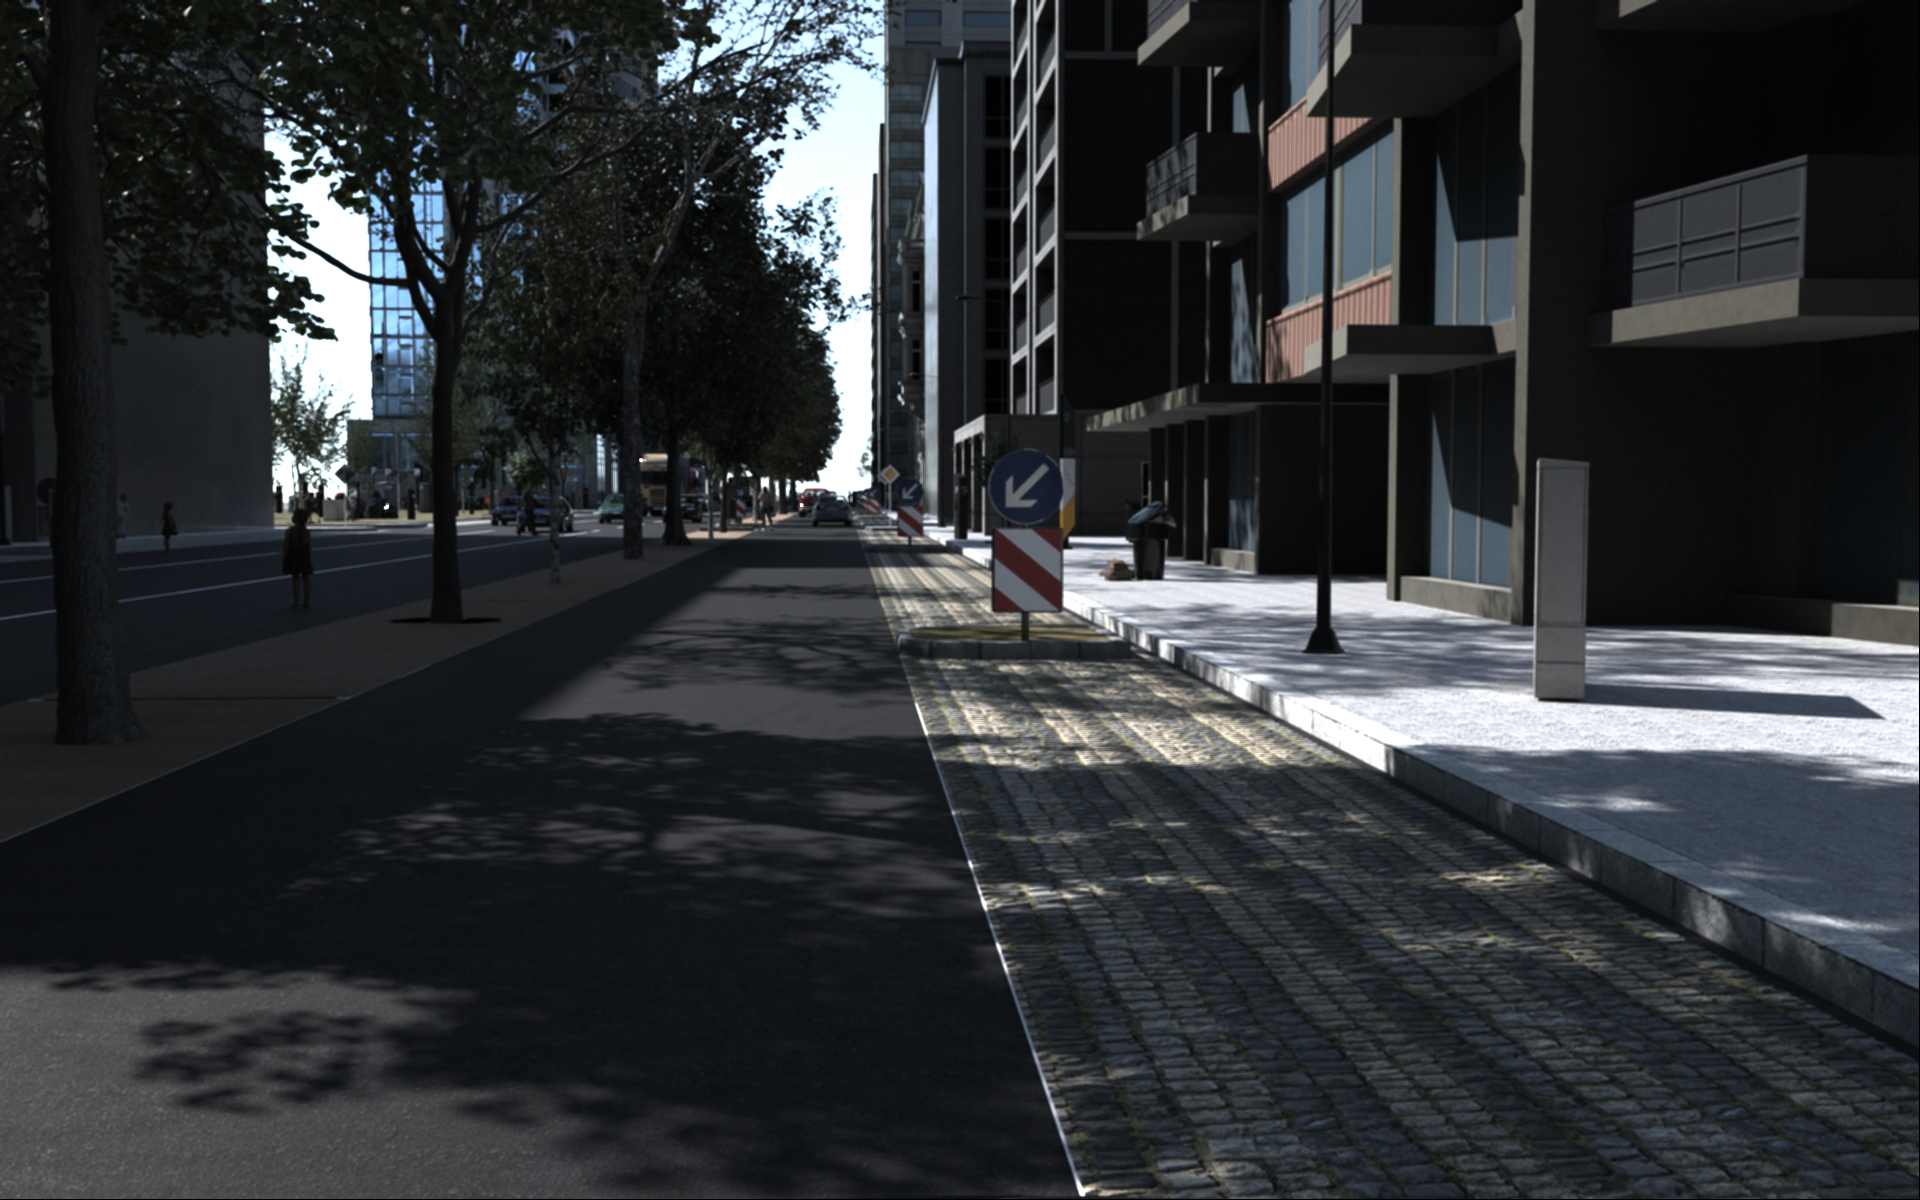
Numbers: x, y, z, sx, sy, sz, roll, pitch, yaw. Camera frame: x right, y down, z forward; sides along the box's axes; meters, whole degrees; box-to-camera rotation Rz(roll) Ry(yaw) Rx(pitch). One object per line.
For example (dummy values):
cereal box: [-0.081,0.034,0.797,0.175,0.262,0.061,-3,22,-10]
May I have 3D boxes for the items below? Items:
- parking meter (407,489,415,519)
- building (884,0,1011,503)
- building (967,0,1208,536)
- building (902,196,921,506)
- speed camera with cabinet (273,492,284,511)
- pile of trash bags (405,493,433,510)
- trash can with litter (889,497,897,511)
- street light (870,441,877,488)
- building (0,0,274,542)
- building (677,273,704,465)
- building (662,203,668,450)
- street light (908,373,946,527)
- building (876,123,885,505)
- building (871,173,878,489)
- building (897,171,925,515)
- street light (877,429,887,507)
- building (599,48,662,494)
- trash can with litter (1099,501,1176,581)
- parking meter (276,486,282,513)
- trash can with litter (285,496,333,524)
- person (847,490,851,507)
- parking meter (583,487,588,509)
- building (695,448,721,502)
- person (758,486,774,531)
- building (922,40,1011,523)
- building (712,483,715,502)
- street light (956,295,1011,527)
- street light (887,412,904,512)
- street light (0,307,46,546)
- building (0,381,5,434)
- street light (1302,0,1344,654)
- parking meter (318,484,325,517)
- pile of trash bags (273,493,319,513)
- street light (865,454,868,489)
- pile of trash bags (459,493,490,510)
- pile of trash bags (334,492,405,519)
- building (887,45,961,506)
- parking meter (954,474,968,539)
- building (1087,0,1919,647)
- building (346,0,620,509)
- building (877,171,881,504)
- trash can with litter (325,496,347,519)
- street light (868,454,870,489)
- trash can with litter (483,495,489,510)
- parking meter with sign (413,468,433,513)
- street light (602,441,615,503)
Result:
parking meter: [-27.758,-4.843,87.594,0.372,1.533,0.369,0,3,0]
building: [2.484,-39.262,183.926,21.231,58.520,28.212,0,4,-4]
building: [10.631,-37.790,56.124,20.563,71.187,20.611,0,4,-4]
building: [1.845,-20.834,137.901,12.463,27.353,25.104,0,4,-4]
speed camera with cabinet: [-51.479,-8.227,128.852,2.038,3.252,0.660,-1,4,-15]
pile of trash bags: [-44.704,-8.114,142.421,3.447,1.369,1.912,-3,5,-40]
trash can with litter: [-5.036,-7.328,131.192,0.624,1.170,1.055,-2,4,-32]
street light: [-6.826,-10.875,150.352,1.470,5.913,1.316,0,4,-4]
building: [-42.164,-15.244,53.763,34.151,26.468,19.350,0,4,-4]
building: [-48.109,-36.124,245.248,22.147,44.769,28.867,0,4,-4]
building: [-43.766,-32.474,214.536,14.154,41.232,14.086,0,4,-4]
street light: [-1.237,-5.760,66.719,1.470,5.913,1.316,0,4,-4]
building: [-2.664,-33.951,205.202,14.600,45.320,14.200,0,4,-4]
building: [-1.967,-38.225,248.680,21.300,48.544,21.600,0,4,-4]
building: [3.373,-17.666,107.931,14.460,24.649,34.723,0,4,-4]
street light: [-5.011,-9.276,124.199,1.470,5.913,1.316,0,4,-4]
building: [-45.343,-39.771,192.248,21.231,58.520,28.212,0,4,-4]
trash can with litter: [2.646,-0.883,25.825,1.055,1.170,0.624,-2,4,-27]
parking meter: [-45.798,-6.778,116.525,0.399,1.863,0.255,-1,4,-20]
trash can with litter: [-28.246,-3.889,74.639,2.233,1.210,1.678,3,5,40]
person: [-9.522,-8.540,148.670,0.362,1.759,0.519,-1,4,-15]
parking meter: [-32.101,-8.732,148.484,0.399,1.863,0.255,-2,4,-30]
building: [-47.945,-37.164,291.231,14.154,41.232,14.086,0,4,-4]
person: [-7.556,-3.588,67.758,0.593,1.750,0.643,-1,4,-20]
building: [13.541,-16.094,82.208,30.058,24.678,14.314,0,4,-4]
building: [-55.362,-35.465,271.726,32.217,40.220,23.993,0,4,-4]
street light: [0.609,-4.164,40.616,1.470,5.913,1.316,0,4,-4]
street light: [-3.237,-7.648,97.582,1.470,5.913,1.316,0,4,-4]
street light: [-23.344,-4.316,43.102,1.470,5.913,1.316,0,4,-4]
building: [-30.328,-12.817,28.630,14.314,24.678,30.058,0,4,-4]
street light: [2.403,-2.525,13.823,1.470,5.913,1.316,0,4,-4]
parking meter: [-35.408,-5.525,96.037,0.255,1.863,0.399,0,4,-4]
pile of trash bags: [-45.902,-6.696,119.238,3.447,1.369,1.912,-1,4,-12]
street light: [-10.105,-13.885,199.556,1.470,5.913,1.316,0,4,-4]
pile of trash bags: [-38.303,-7.786,137.055,3.447,1.369,1.912,2,4,31]
pile of trash bags: [-30.882,-4.884,89.608,1.912,1.369,3.447,2,4,31]
building: [0.216,-29.278,162.290,14.154,41.232,14.086,0,4,-4]
parking meter: [0.028,-2.651,49.059,0.255,1.863,0.399,-2,4,-26]
building: [14.506,-22.614,24.366,22.147,44.769,28.867,0,4,-4]
building: [-43.542,-51.926,161.668,22.319,86.520,31.000,0,4,-4]
building: [-3.446,-32.772,219.422,14.154,41.232,14.086,0,4,-4]
trash can with litter: [-30.146,-4.418,83.624,1.055,1.170,0.624,-3,4,-37]
street light: [-8.215,-12.288,173.456,1.470,5.913,1.316,0,4,-4]
trash can with litter: [-38.540,-7.949,141.345,0.624,1.170,1.055,1,4,19]
parking meter with sign: [-36.598,-7.472,118.424,0.543,3.016,1.738,1,4,17]
street light: [-30.464,-10.862,150.135,1.470,5.913,1.316,0,4,-4]
